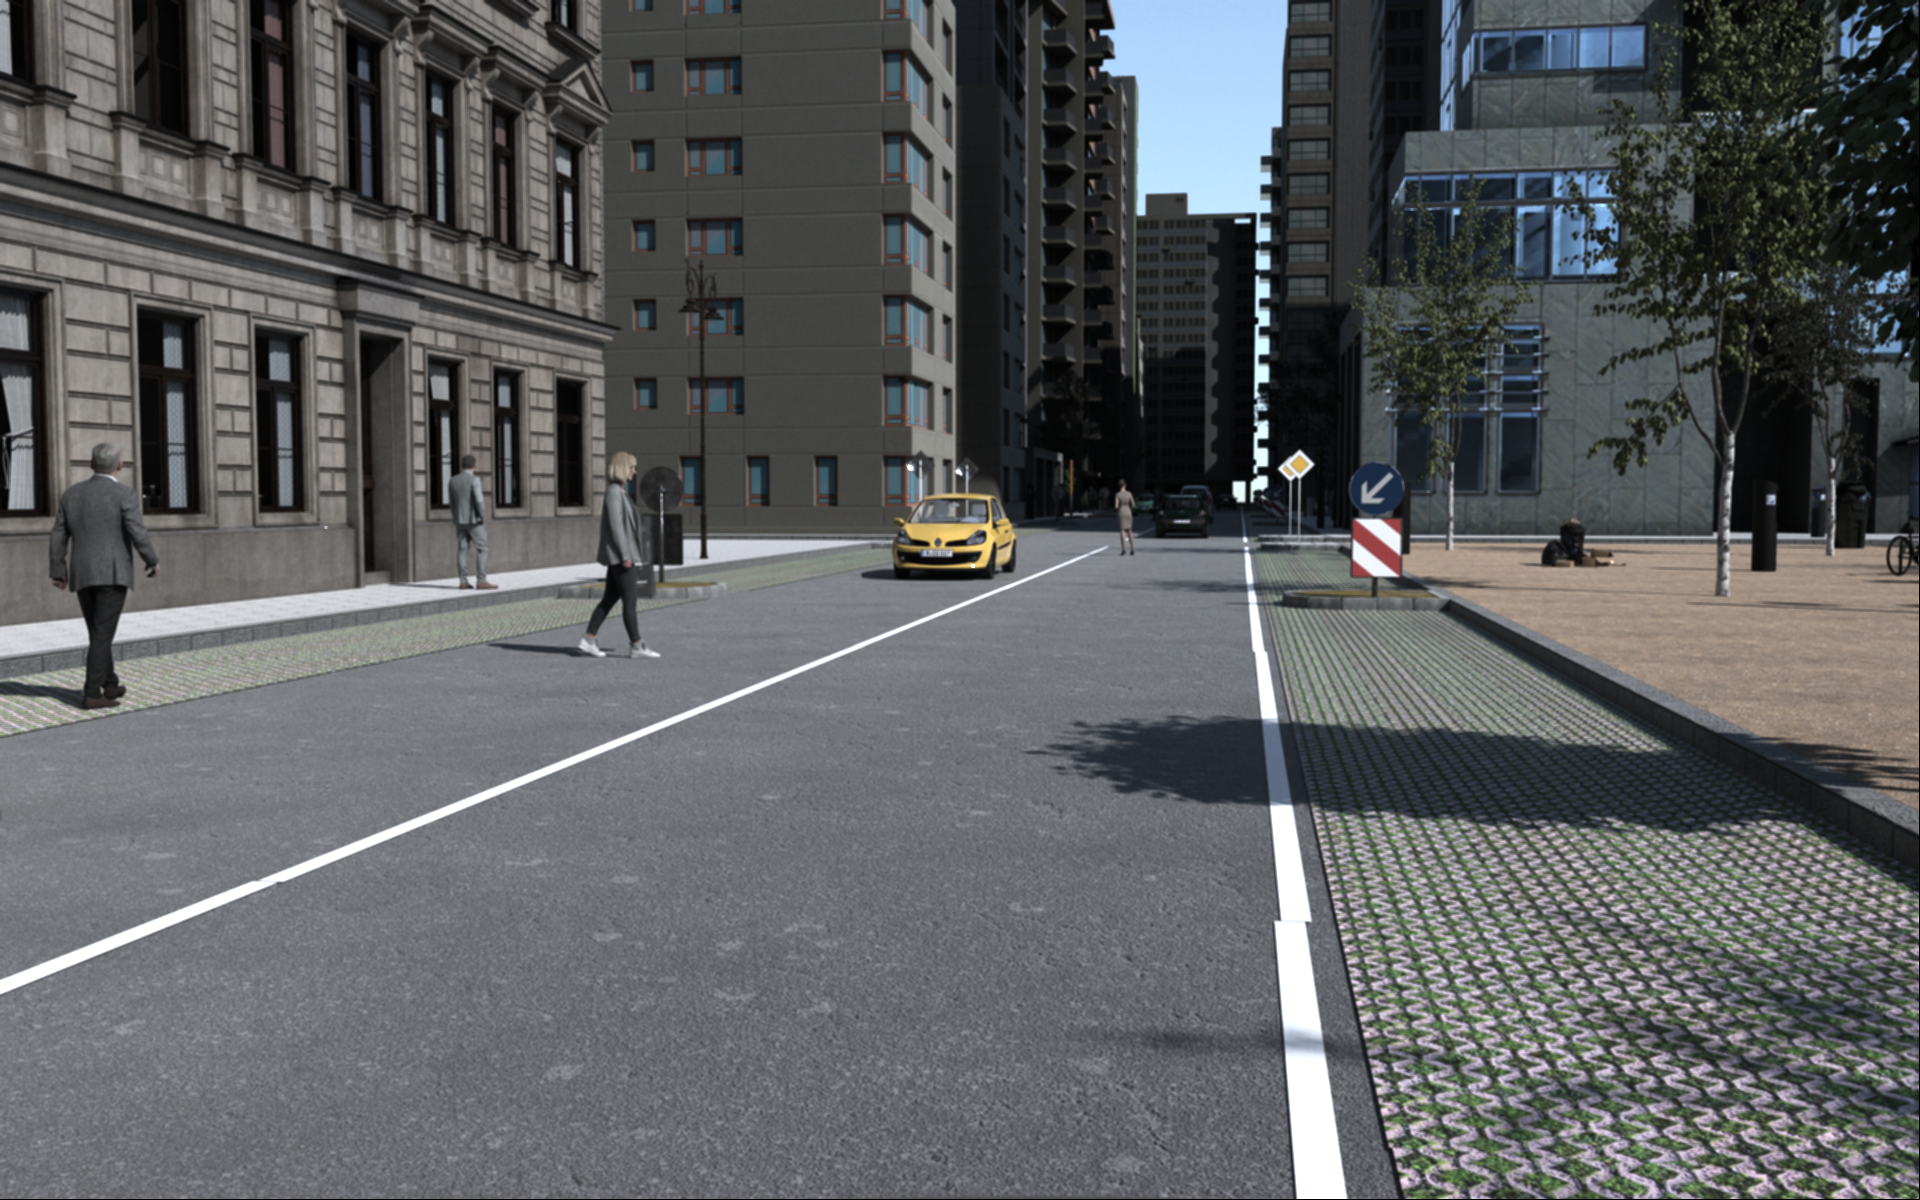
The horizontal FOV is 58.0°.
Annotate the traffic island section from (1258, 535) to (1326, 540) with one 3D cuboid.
[{"bbox_3d":[10.088,-1.863,52.743,2.009,0.180,2.903,1,4,9],"label":"traffic island section"}]

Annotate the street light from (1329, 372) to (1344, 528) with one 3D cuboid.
[{"bbox_3d":[14.219,-5.669,65.475,0.468,5.910,1.993,1,4,9],"label":"street light"}]

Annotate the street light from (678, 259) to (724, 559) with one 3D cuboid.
[{"bbox_3d":[-5.094,-3.761,34.275,0.468,5.910,1.993,1,4,9],"label":"street light"}]

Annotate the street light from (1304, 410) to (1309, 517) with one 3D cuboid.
[{"bbox_3d":[19.061,-7.502,95.449,0.468,5.910,1.993,1,4,9],"label":"street light"}]

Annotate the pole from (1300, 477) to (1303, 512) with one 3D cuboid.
[{"bbox_3d":[24.675,-8.027,125.080,0.158,3.312,0.155,0,3,0],"label":"pole"}]

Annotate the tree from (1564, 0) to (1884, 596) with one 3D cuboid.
[{"bbox_3d":[9.643,-4.368,21.773,4.737,8.622,4.395,0,3,0],"label":"tree"}]

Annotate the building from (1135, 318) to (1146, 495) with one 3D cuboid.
[{"bbox_3d":[5.399,-21.289,193.113,28.899,21.520,27.650,1,4,9],"label":"building"}]

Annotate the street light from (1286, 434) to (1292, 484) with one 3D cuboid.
[{"bbox_3d":[23.926,-9.370,125.985,0.468,5.910,1.993,1,4,9],"label":"street light"}]

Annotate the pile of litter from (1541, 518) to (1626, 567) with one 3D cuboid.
[{"bbox_3d":[11.128,-1.035,30.888,1.719,0.858,1.176,-1,4,-8],"label":"pile of litter"}]

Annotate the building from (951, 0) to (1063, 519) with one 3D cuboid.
[{"bbox_3d":[-4.553,-40.495,100.350,20.563,71.187,20.611,1,4,9],"label":"building"}]

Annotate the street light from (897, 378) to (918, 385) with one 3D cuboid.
[{"bbox_3d":[-1.691,-5.042,55.217,0.468,5.910,1.993,1,4,9],"label":"street light"}]

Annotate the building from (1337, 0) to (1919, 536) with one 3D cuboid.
[{"bbox_3d":[29.647,-45.727,60.309,31.000,86.520,22.319,1,4,9],"label":"building"}]

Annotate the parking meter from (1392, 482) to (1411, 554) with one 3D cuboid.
[{"bbox_3d":[9.435,-1.750,37.028,0.372,1.533,0.369,0,3,0],"label":"parking meter"}]

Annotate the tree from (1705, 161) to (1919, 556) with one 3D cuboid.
[{"bbox_3d":[17.876,-5.220,35.713,4.360,8.622,3.978,0,3,0],"label":"tree"}]

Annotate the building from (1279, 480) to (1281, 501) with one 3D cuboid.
[{"bbox_3d":[40.046,-24.861,178.176,14.160,30.474,14.107,1,4,9],"label":"building"}]

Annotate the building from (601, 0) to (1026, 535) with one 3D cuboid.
[{"bbox_3d":[-12.854,-13.764,70.087,27.650,21.520,28.899,1,4,9],"label":"building"}]

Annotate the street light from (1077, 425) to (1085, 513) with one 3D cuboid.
[{"bbox_3d":[8.089,-8.770,116.174,0.468,5.910,1.993,1,4,9],"label":"street light"}]

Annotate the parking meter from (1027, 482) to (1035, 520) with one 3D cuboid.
[{"bbox_3d":[3.580,-4.981,87.146,0.399,1.863,0.255,1,4,14],"label":"parking meter"}]

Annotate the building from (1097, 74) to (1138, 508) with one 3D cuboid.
[{"bbox_3d":[9.487,-29.481,165.601,14.154,41.232,14.086,1,4,9],"label":"building"}]

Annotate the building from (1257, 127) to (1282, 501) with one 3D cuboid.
[{"bbox_3d":[52.932,-36.551,217.216,30.456,49.044,23.786,1,4,9],"label":"building"}]

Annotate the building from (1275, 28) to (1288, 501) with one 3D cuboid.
[{"bbox_3d":[37.430,-31.407,163.608,14.600,45.320,14.200,1,4,9],"label":"building"}]

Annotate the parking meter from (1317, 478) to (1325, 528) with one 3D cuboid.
[{"bbox_3d":[13.526,-3.621,64.911,0.255,1.863,0.399,1,4,11],"label":"parking meter"}]

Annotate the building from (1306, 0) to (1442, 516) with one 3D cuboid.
[{"bbox_3d":[37.491,-25.182,103.612,32.217,40.220,23.993,1,4,9],"label":"building"}]

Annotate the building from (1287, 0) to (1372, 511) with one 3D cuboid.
[{"bbox_3d":[32.459,-27.618,135.142,14.154,41.232,14.086,1,4,9],"label":"building"}]

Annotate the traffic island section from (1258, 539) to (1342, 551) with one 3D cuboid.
[{"bbox_3d":[8.813,-1.381,44.860,2.009,0.180,2.903,1,4,9],"label":"traffic island section"}]

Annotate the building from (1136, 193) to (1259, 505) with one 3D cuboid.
[{"bbox_3d":[26.827,-32.704,226.588,23.993,40.220,32.217,1,4,9],"label":"building"}]

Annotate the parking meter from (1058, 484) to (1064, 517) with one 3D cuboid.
[{"bbox_3d":[5.686,-5.616,97.536,0.255,1.863,0.399,1,4,14],"label":"parking meter"}]

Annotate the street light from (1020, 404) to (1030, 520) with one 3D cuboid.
[{"bbox_3d":[3.172,-6.894,85.504,0.468,5.910,1.993,1,4,9],"label":"street light"}]

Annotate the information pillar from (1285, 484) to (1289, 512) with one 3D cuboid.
[{"bbox_3d":[23.263,-7.257,123.137,0.304,2.012,0.304,1,4,11],"label":"information pillar"}]

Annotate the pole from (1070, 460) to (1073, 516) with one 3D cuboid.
[{"bbox_3d":[6.645,-6.698,103.355,0.158,3.312,0.155,0,3,0],"label":"pole"}]

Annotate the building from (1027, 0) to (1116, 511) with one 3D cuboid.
[{"bbox_3d":[1.313,-29.981,144.815,22.147,44.769,28.867,1,4,9],"label":"building"}]

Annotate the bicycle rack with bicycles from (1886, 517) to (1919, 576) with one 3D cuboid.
[{"bbox_3d":[15.900,-0.840,27.117,2.925,0.926,2.852,0,4,-7],"label":"bicycle rack with bicycles"}]

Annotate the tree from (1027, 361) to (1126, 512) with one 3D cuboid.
[{"bbox_3d":[8.200,-11.503,122.481,7.601,10.594,8.767,0,4,2],"label":"tree"}]

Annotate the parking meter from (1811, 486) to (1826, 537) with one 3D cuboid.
[{"bbox_3d":[25.535,-2.636,51.511,0.372,1.533,0.369,0,3,0],"label":"parking meter"}]

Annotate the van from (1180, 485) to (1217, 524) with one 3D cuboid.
[{"bbox_3d":[11.623,-4.788,85.303,2.013,2.044,4.112,1,4,10],"label":"van"}]

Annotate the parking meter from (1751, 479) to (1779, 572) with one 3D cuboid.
[{"bbox_3d":[13.377,-1.246,28.785,0.372,1.533,0.369,0,3,0],"label":"parking meter"}]

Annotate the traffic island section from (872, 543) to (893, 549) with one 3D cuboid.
[{"bbox_3d":[-1.099,-1.479,46.462,2.009,0.180,2.903,1,4,9],"label":"traffic island section"}]

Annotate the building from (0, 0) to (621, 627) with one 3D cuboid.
[{"bbox_3d":[-12.709,-9.777,24.481,10.561,19.102,19.286,1,4,9],"label":"building"}]

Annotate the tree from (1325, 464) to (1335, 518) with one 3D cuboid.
[{"bbox_3d":[20.701,-6.097,94.285,1.663,3.219,1.824,0,3,0],"label":"tree"}]
